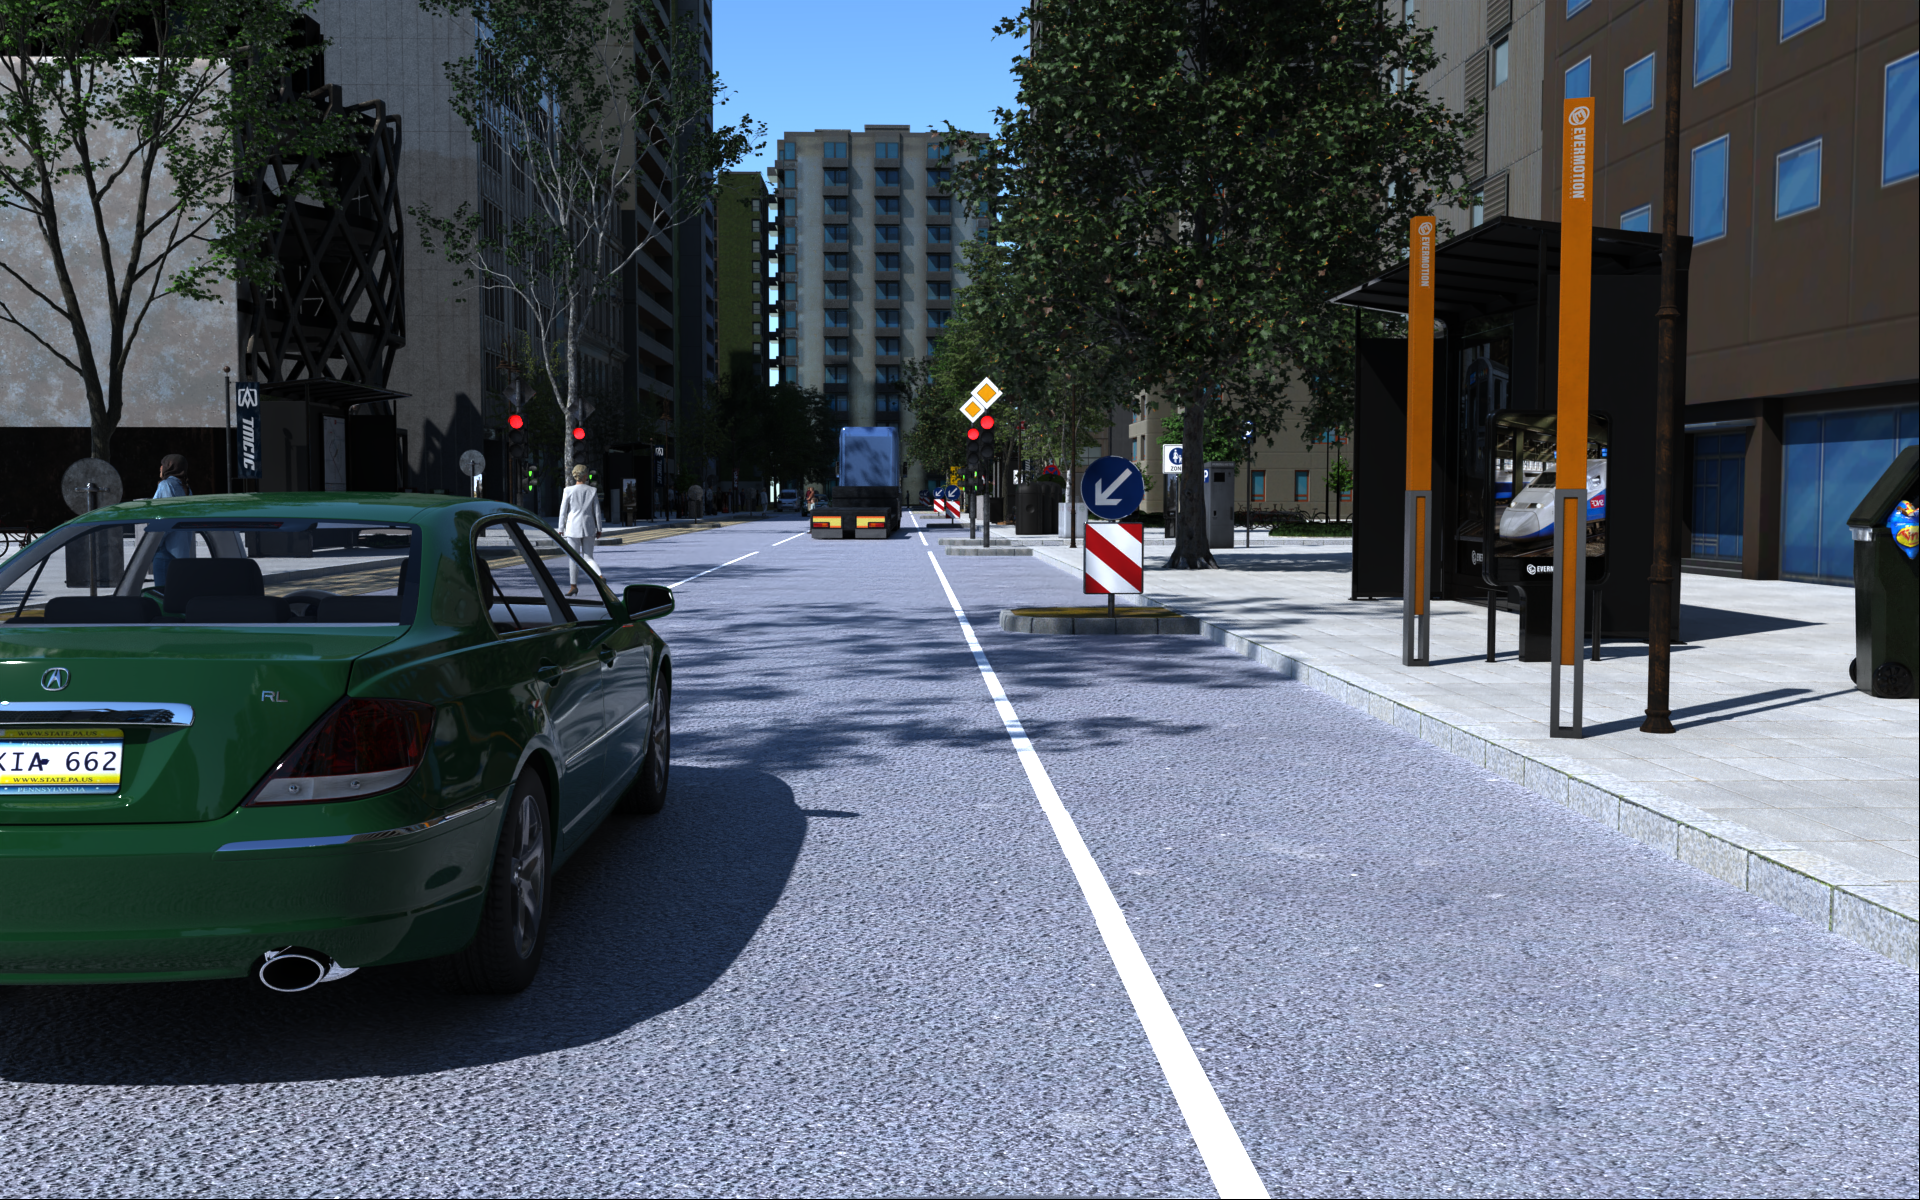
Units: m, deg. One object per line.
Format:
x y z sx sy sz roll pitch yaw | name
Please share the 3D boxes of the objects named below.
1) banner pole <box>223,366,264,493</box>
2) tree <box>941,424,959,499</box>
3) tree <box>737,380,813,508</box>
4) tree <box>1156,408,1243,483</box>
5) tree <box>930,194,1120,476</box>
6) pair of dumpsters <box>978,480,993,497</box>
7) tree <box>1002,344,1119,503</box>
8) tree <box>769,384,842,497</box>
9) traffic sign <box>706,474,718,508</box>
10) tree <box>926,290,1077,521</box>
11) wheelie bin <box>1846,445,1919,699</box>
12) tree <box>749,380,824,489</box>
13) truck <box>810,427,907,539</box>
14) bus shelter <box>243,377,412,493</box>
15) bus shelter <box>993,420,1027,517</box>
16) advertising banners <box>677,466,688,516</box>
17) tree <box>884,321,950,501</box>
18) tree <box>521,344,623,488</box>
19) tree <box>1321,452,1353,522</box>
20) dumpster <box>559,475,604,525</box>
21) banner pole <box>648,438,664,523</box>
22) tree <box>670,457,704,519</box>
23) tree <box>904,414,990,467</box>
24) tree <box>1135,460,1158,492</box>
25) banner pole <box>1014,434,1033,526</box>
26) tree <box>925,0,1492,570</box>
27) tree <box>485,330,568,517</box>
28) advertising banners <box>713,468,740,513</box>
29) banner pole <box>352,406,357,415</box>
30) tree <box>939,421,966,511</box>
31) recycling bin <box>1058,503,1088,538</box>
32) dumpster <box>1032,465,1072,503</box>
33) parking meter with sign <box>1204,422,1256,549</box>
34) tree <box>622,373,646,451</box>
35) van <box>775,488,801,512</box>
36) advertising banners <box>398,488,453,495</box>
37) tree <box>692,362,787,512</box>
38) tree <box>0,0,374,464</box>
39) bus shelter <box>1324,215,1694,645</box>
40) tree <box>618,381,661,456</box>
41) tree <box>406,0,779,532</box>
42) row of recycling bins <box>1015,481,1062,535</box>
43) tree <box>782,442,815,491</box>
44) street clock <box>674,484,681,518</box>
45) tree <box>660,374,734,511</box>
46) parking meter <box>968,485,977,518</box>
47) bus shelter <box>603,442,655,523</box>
-14.114 -2.691 34.009 0.863 3.779 0.401 0 4 -2 | banner pole
-0.066 -11.507 138.508 4.737 8.622 4.395 0 3 0 | tree
-16.999 -14.227 158.370 9.928 11.665 9.643 0 3 0 | tree
8.205 -4.562 58.300 4.285 4.588 4.351 0 3 0 | tree
2.782 -8.978 64.917 7.486 12.596 7.792 0 3 0 | tree
1.519 -6.292 105.374 1.574 2.255 4.437 0 4 -2 | pair of dumpsters
3.279 -6.292 53.236 4.360 8.622 3.978 0 3 0 | tree
-18.074 -17.832 198.202 9.857 13.997 8.962 0 3 0 | tree
-16.025 -6.848 112.066 0.768 2.556 0.104 0 4 4 | traffic sign
2.257 -9.492 80.945 9.928 11.665 9.643 0 3 0 | tree
6.098 -0.193 11.070 0.693 1.594 0.980 1 4 15 | wheelie bin
-17.369 -15.534 172.107 7.486 12.596 7.792 0 3 0 | tree
-3.578 -4.511 63.507 2.967 4.110 18.799 0 4 -1 | truck
-13.659 -2.845 37.801 1.731 3.624 6.357 0 4 -2 | bus shelter
2.688 -6.956 91.359 2.179 5.291 8.768 0 4 -2 | bus shelter
-15.928 -6.310 99.352 0.090 3.025 2.074 0 4 8 | advertising banners
-2.156 -20.548 191.850 12.611 20.169 13.585 0 3 0 | tree
-19.149 -8.175 84.027 4.360 8.622 3.978 0 3 0 | tree
17.212 -5.158 78.942 1.663 3.219 1.824 0 3 0 | tree
-15.191 -4.097 69.478 1.502 2.255 1.985 0 4 -2 | dumpster
-13.578 -5.350 77.494 0.863 3.779 0.401 1 4 20 | banner pole
-14.325 -5.858 90.378 1.663 3.219 1.824 0 3 0 | tree
-0.319 -15.870 169.846 12.009 13.543 11.850 0 3 0 | tree
9.752 -6.142 95.028 1.663 3.219 1.824 0 3 0 | tree
2.614 -4.928 70.595 0.863 3.779 0.401 -1 4 -19 | banner pole
4.043 -6.877 29.439 9.611 12.733 9.660 0 3 0 | tree
-18.886 -7.757 77.191 4.737 8.622 4.395 0 3 0 | tree
-15.733 -7.312 115.732 2.074 3.025 0.090 -1 4 -17 | advertising banners
-17.312 -3.620 49.197 0.863 3.779 0.401 2 4 30 | banner pole
0.214 -10.904 128.637 4.360 8.622 3.978 0 3 0 | tree
3.296 -2.315 50.407 0.722 1.027 0.722 -1 4 -12 | recycling bin
3.078 -3.487 59.498 1.502 2.255 1.985 0 4 -2 | dumpster
6.058 -2.723 40.781 1.738 3.016 0.543 -1 4 -19 | parking meter with sign
-19.750 -8.986 97.282 4.360 8.622 3.978 0 3 0 | tree
-13.668 -8.020 138.135 2.013 2.044 4.112 0 4 -2 | van
-13.259 -2.778 41.615 2.074 3.025 0.090 -1 4 -12 | advertising banners
-15.373 -11.417 121.076 8.767 10.594 7.601 3 4 38 | tree
-12.375 -6.060 24.831 9.928 11.665 9.643 0 3 0 | tree
5.316 -1.621 17.780 1.731 3.624 6.357 0 4 -2 | bus shelter
-20.548 -9.936 112.815 4.737 8.622 4.395 0 3 0 | tree
-12.627 -12.460 59.609 12.611 20.169 13.585 0 3 0 | tree
2.601 -2.980 55.830 1.069 1.692 3.534 1 4 17 | row of recycling bins
-18.088 -14.626 189.500 4.360 8.622 3.978 0 3 0 | tree
-15.169 -5.430 93.345 0.471 2.002 0.358 3 4 37 | street clock
-15.812 -9.540 106.349 4.737 8.622 4.395 0 3 0 | tree
0.659 -5.223 91.102 0.399 1.863 0.255 -1 4 -16 | parking meter
-15.292 -5.478 80.846 1.731 3.624 6.357 0 4 -2 | bus shelter
